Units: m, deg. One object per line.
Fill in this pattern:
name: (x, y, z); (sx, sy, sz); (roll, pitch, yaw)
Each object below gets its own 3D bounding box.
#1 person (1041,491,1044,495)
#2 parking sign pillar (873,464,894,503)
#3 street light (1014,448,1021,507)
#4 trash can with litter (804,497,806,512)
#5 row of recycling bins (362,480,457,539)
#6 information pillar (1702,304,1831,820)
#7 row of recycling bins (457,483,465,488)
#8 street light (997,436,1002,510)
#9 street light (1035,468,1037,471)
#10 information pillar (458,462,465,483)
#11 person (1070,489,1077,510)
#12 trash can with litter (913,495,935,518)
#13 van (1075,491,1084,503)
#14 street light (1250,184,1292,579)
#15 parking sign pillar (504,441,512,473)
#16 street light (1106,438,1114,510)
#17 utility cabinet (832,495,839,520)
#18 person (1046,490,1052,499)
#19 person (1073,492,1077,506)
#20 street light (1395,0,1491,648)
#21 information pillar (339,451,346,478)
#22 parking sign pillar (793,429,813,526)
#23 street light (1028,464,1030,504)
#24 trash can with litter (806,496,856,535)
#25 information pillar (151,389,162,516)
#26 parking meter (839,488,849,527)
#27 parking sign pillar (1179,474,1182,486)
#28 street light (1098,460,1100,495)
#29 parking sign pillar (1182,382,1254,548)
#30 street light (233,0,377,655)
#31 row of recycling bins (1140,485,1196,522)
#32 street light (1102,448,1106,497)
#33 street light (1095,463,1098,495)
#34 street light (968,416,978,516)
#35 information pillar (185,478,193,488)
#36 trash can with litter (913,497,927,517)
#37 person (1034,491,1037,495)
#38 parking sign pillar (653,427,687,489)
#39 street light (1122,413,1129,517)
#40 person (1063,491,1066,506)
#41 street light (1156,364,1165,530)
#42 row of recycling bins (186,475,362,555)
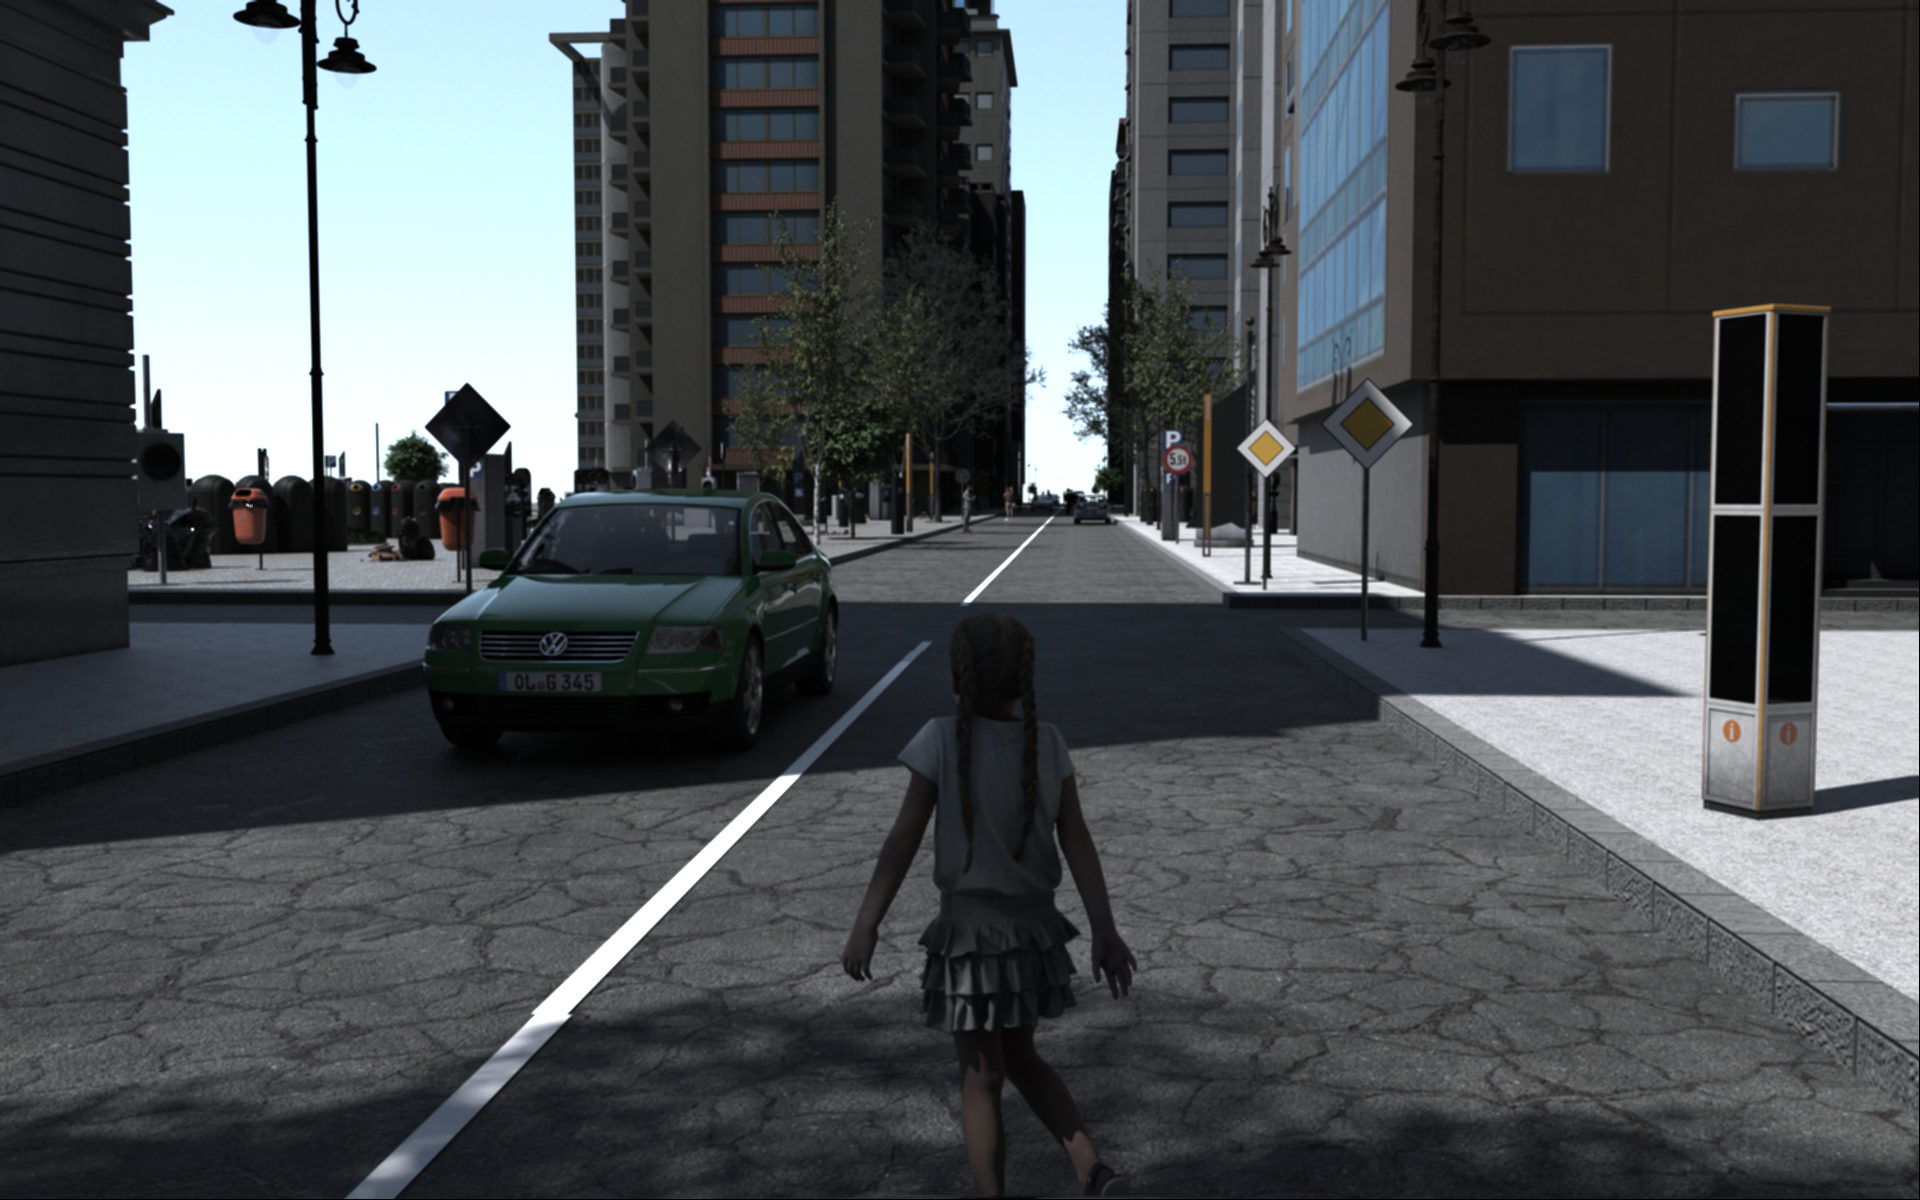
person: (9.693, -11.815, 201.756); (0.705, 1.814, 1.350); (-1, 4, -23)
parking sign pillar: (-3.846, -6.027, 87.014); (1.447, 3.967, 1.447); (3, 4, 36)
street light: (5.521, -12.169, 171.751); (0.468, 5.910, 1.993); (0, 4, 4)
trash can with litter: (-8.759, -5.025, 93.548); (0.624, 1.170, 1.055); (-3, 4, -37)
row of recycling bins: (-16.399, -2.638, 50.246); (3.534, 1.692, 1.069); (2, 4, 28)
information pillar: (3.217, -0.149, 6.929); (0.304, 2.012, 0.304); (-1, 4, -21)
row of recycling bins: (-18.410, -3.451, 63.536); (1.069, 1.692, 3.534); (0, 4, 7)
street light: (3.138, -9.995, 136.208); (0.468, 5.910, 1.993); (0, 4, 4)
street light: (11.162, -17.262, 255.016); (0.468, 5.910, 1.993); (0, 4, 4)
information pillar: (-28.755, -6.651, 100.104); (0.504, 3.616, 0.183); (-1, 4, -20)
person: (10.280, -9.298, 160.153); (1.348, 1.869, 0.705); (3, 4, 36)
trash can with litter: (-1.851, -4.922, 91.526); (2.233, 1.210, 1.678); (-2, 4, -25)
van: (16.162, -13.962, 235.283); (2.013, 2.044, 4.112); (0, 4, 3)
street light: (4.672, -3.267, 26.201); (0.468, 5.910, 1.993); (0, 4, 4)
parking sign pillar: (-22.981, -6.052, 87.414); (1.447, 3.967, 1.447); (0, 4, 1)
street light: (12.126, -10.098, 137.888); (0.468, 5.910, 1.993); (0, 4, 4)
utility cabinet: (-6.052, -4.640, 87.025); (0.306, 1.237, 1.020); (2, 4, 28)
person: (8.822, -10.100, 173.262); (0.705, 1.869, 1.348); (3, 5, 43)
person: (13.272, -11.812, 202.349); (1.217, 1.736, 0.721); (-3, 4, -38)
street light: (3.956, -2.544, 14.375); (0.468, 5.910, 1.993); (0, 4, 4)
information pillar: (-33.461, -6.269, 93.861); (0.504, 3.616, 0.183); (3, 4, 36)
parking sign pillar: (-6.476, -4.967, 69.683); (1.447, 3.967, 1.447); (0, 4, -5)
street light: (8.732, -15.088, 219.476); (0.468, 5.910, 1.993); (0, 4, 4)
trash can with litter: (-4.054, -2.676, 54.803); (2.233, 1.210, 1.678); (-3, 5, -43)
information pillar: (-17.773, -2.876, 38.378); (0.183, 3.616, 0.504); (0, 4, -6)
parking meter: (-4.517, -3.602, 67.309); (0.372, 1.533, 0.369); (0, 3, 0)
parking sign pillar: (12.302, -6.656, 97.292); (1.447, 3.967, 1.447); (-2, 4, -30)
street light: (15.381, -13.034, 185.888); (0.468, 5.910, 1.993); (0, 4, 4)
parking sign pillar: (6.391, -3.264, 41.842); (1.447, 3.967, 1.447); (2, 4, 31)
street light: (-5.114, -2.503, 13.719); (0.468, 5.910, 1.993); (0, 4, 4)
row of recycling bins: (9.778, -4.383, 78.779); (3.534, 1.692, 1.069); (3, 4, 36)
street light: (14.583, -12.294, 173.799); (0.468, 5.910, 1.993); (0, 4, 4)
street light: (17.720, -15.208, 221.434); (0.468, 5.910, 1.993); (0, 4, 4)
street light: (0.752, -7.802, 100.349); (0.468, 5.910, 1.993); (0, 4, 4)
information pillar: (-36.116, -4.690, 81.173); (0.304, 2.012, 0.304); (-2, 4, -28)
trash can with litter: (-2.267, -5.160, 95.754); (1.055, 1.170, 0.624); (0, 4, 0)
person: (8.519, -11.354, 194.812); (0.551, 1.740, 0.621); (2, 4, 25)
parking sign pillar: (-11.731, -4.984, 69.954); (1.447, 3.967, 1.447); (1, 4, 14)
street light: (9.783, -7.924, 102.342); (0.468, 5.910, 1.993); (0, 4, 4)
person: (12.589, -12.207, 208.108); (0.705, 1.821, 1.348); (1, 4, 13)
street light: (7.116, -5.448, 61.860); (0.468, 5.910, 1.993); (0, 4, 4)
row of recycling bins: (-15.000, -1.880, 37.844); (1.069, 1.692, 3.534); (3, 4, 36)
